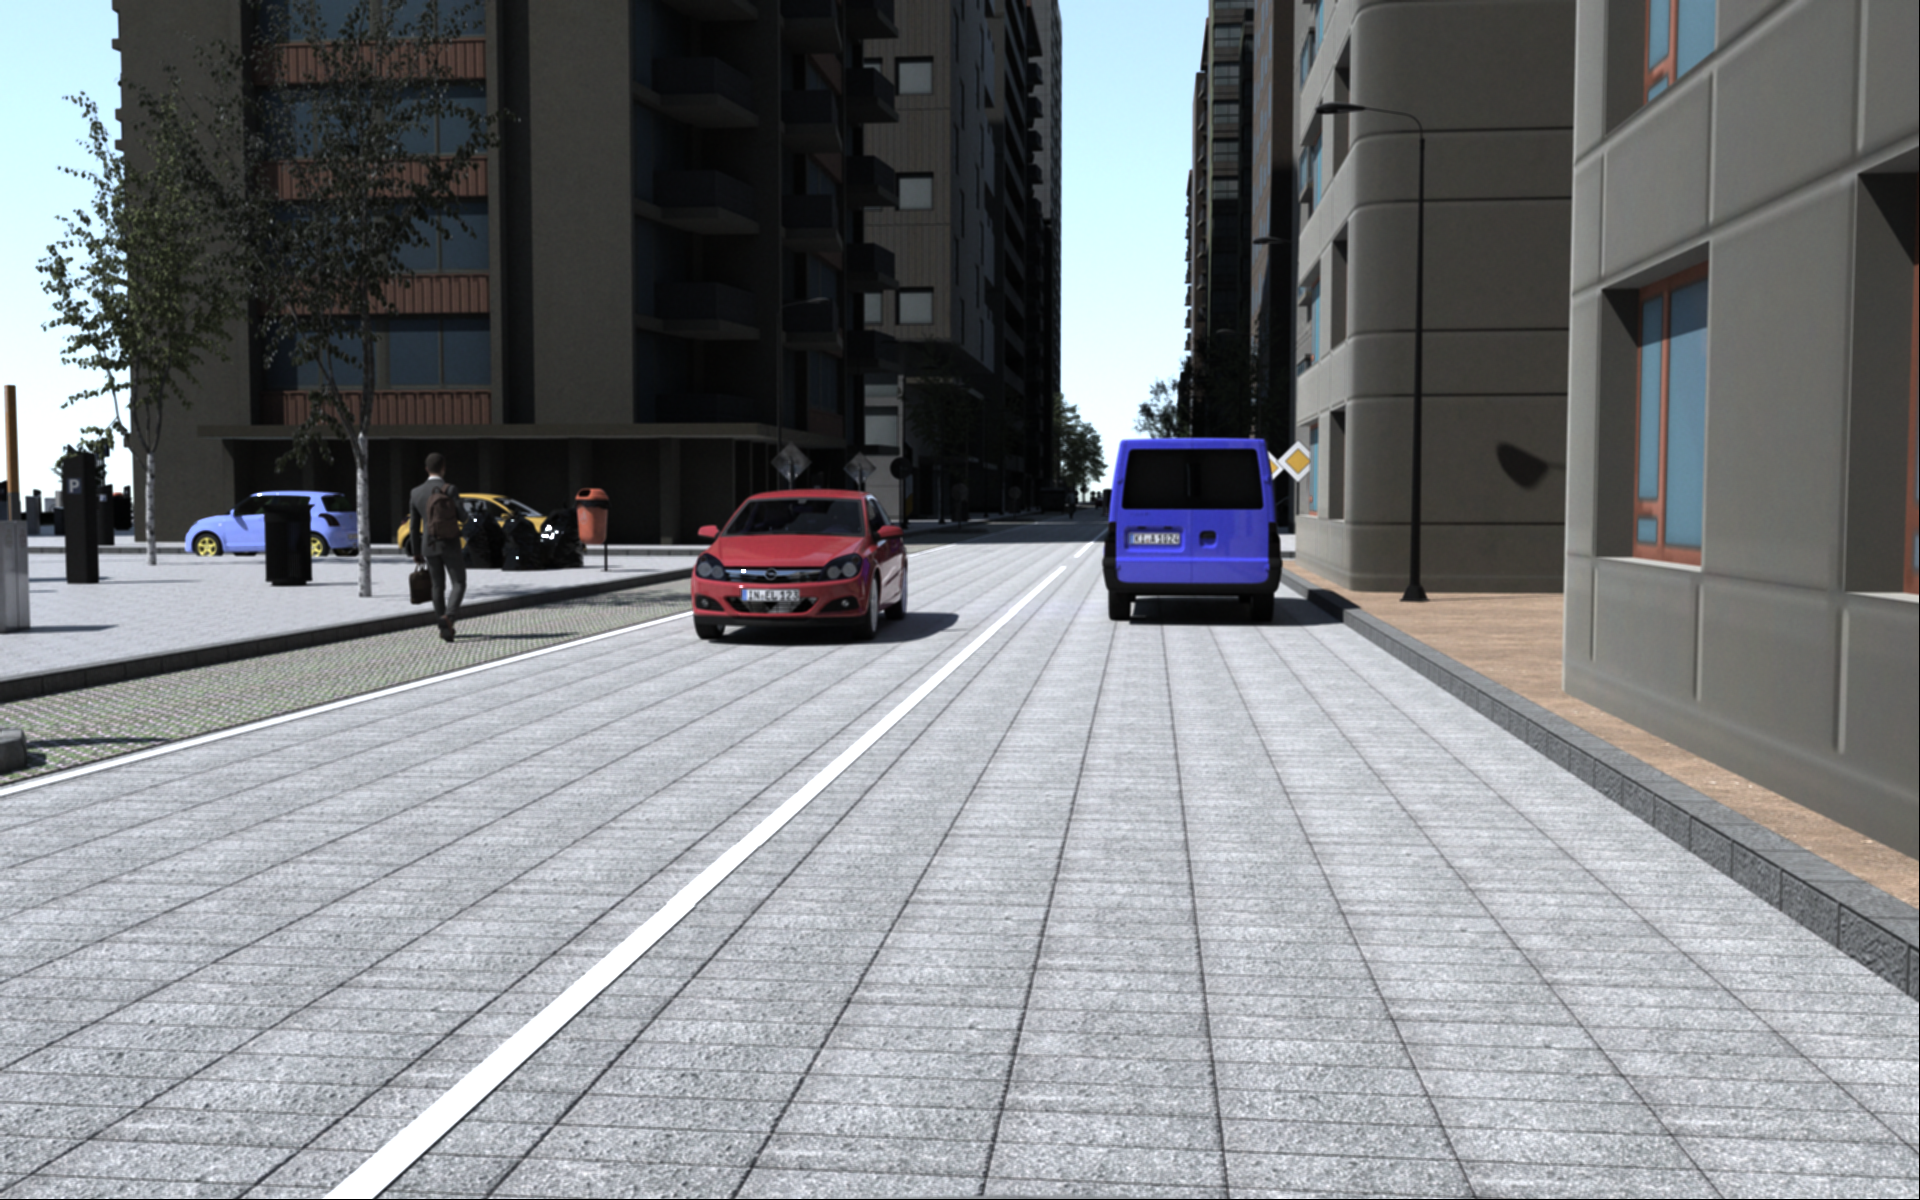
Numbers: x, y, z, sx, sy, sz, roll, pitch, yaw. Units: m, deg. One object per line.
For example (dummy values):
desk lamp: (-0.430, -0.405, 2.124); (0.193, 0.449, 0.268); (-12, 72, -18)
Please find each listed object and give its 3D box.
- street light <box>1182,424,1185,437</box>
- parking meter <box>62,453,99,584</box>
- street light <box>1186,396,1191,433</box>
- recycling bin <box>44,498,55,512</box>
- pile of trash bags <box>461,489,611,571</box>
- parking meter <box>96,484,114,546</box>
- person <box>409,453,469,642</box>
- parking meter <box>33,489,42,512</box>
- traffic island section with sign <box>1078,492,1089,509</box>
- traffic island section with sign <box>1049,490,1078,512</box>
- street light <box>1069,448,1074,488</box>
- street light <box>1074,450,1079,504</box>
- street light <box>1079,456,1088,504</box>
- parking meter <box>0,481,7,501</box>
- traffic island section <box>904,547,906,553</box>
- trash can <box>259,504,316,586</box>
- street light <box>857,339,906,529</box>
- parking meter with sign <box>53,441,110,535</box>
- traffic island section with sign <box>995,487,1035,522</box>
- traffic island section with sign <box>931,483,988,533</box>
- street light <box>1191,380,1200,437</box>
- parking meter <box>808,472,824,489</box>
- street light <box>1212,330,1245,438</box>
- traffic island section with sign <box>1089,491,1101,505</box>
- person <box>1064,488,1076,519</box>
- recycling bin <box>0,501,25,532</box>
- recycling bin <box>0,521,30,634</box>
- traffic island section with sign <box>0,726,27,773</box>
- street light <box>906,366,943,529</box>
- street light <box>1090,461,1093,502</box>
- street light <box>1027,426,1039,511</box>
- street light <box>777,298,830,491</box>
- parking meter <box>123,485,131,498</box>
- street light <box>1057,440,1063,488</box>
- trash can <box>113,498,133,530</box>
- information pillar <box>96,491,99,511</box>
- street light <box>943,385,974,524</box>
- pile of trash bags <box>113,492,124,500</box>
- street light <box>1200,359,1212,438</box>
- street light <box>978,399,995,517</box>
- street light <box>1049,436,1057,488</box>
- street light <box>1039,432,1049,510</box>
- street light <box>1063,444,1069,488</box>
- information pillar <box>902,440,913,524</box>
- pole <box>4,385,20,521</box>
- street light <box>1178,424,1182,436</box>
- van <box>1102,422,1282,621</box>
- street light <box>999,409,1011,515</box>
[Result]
street light: (12.758, -7.348, 92.675); (1.470, 5.913, 1.316); (0, 4, 6)
parking meter: (-12.620, -1.170, 24.842); (0.399, 1.863, 0.255); (1, 4, 10)
street light: (11.530, -6.694, 81.993); (1.470, 5.913, 1.316); (0, 4, 6)
recycling bin: (-61.186, -6.358, 116.510); (0.722, 1.027, 0.722); (-2, 4, -26)
pile of trash bags: (-7.103, -1.211, 29.558); (3.447, 1.369, 1.912); (3, 5, 41)
parking meter: (-21.358, -2.132, 43.276); (0.372, 1.533, 0.369); (0, 3, 0)
person: (-5.083, -0.516, 16.899); (0.622, 1.834, 0.822); (0, 4, 1)
parking meter: (-48.261, -5.027, 90.607); (0.372, 1.533, 0.369); (0, 3, 0)
traffic island section with sign: (11.200, -9.692, 167.085); (1.989, 1.847, 2.006); (0, 4, 6)
traffic island section with sign: (8.243, -8.016, 139.697); (1.989, 1.847, 2.006); (0, 4, 6)
street light: (10.402, -12.255, 172.907); (1.470, 5.913, 1.316); (0, 4, 6)
street light: (11.593, -12.908, 183.593); (1.470, 5.913, 1.316); (0, 4, 6)
street light: (14.604, -14.595, 211.172); (1.470, 5.913, 1.316); (0, 4, 6)
parking meter: (-49.522, -5.152, 89.949); (0.399, 1.863, 0.255); (-1, 4, -14)
traffic island section: (-2.401, -1.153, 41.139); (2.009, 0.180, 2.903); (0, 4, 6)
trash can: (-9.432, -0.775, 24.319); (0.748, 1.137, 0.748); (0, 3, 0)
street light: (-2.519, -4.873, 52.216); (1.470, 5.913, 1.316); (0, 4, 6)
parking meter with sign: (-28.052, -3.610, 55.283); (0.543, 3.016, 1.738); (2, 4, 25)
traffic island section with sign: (2.905, -4.994, 90.280); (1.989, 1.847, 2.006); (0, 4, 6)
traffic island section with sign: (0.013, -3.355, 63.480); (1.989, 1.847, 2.006); (0, 4, 6)
street light: (10.268, -5.988, 70.448); (1.470, 5.913, 1.316); (0, 4, 6)
parking meter: (-3.828, -2.463, 45.975); (0.399, 1.863, 0.255); (-1, 4, -18)
street light: (7.948, -4.679, 49.037); (1.470, 5.913, 1.316); (0, 4, 6)
traffic island section with sign: (17.163, -13.069, 222.300); (1.989, 1.847, 2.006); (0, 4, 6)
person: (6.372, -5.610, 100.706); (0.782, 1.767, 0.515); (-3, 4, -37)
recycling bin: (-34.565, -3.072, 62.777); (0.722, 1.027, 0.722); (0, 4, 0)
recycling bin: (-9.164, -0.218, 16.113); (0.722, 1.027, 0.722); (-1, 4, -10)
traffic island section with sign: (-5.911, -0.001, 8.642); (1.989, 1.847, 2.006); (0, 4, 6)
street light: (-1.500, -5.529, 62.944); (1.470, 5.913, 1.316); (0, 4, 6)
street light: (16.832, -15.956, 233.421); (1.470, 5.913, 1.316); (0, 4, 6)
street light: (4.433, -8.883, 117.776); (1.470, 5.913, 1.316); (0, 4, 6)
street light: (-3.773, -4.202, 41.248); (1.470, 5.913, 1.316); (0, 4, 6)
parking meter: (-56.369, -6.821, 117.230); (0.399, 1.863, 0.255); (0, 4, -2)
street light: (7.897, -10.857, 150.058); (1.470, 5.913, 1.316); (0, 4, 6)
trash can: (-30.001, -3.079, 61.999); (0.748, 1.137, 0.748); (0, 3, 0)
information pillar: (-44.160, -5.135, 88.443); (0.304, 2.012, 0.304); (1, 4, 11)
street light: (-0.226, -6.182, 73.621); (1.470, 5.913, 1.316); (0, 4, 6)
pile of trash bags: (-43.421, -5.055, 92.408); (3.447, 1.369, 1.912); (-3, 5, -44)
street light: (9.118, -5.332, 59.725); (1.470, 5.913, 1.316); (0, 4, 6)
street light: (0.901, -6.836, 84.314); (1.470, 5.913, 1.316); (0, 4, 6)
street light: (6.801, -10.203, 139.362); (1.470, 5.913, 1.316); (0, 4, 6)
street light: (5.654, -9.549, 128.672); (1.470, 5.913, 1.316); (0, 4, 6)
street light: (9.186, -11.580, 161.868); (1.470, 5.913, 1.316); (0, 4, 6)
information pillar: (-2.220, -5.002, 73.131); (0.504, 3.616, 0.183); (3, 4, 38)
pole: (-17.744, -2.361, 32.442); (0.158, 3.312, 0.155); (0, 3, 0)
street light: (14.920, -8.668, 114.259); (1.470, 5.913, 1.316); (0, 4, 6)
van: (2.815, -1.032, 21.256); (2.240, 2.365, 5.245); (0, 4, 7)
street light: (1.974, -7.491, 95.012); (1.470, 5.913, 1.316); (0, 4, 6)
